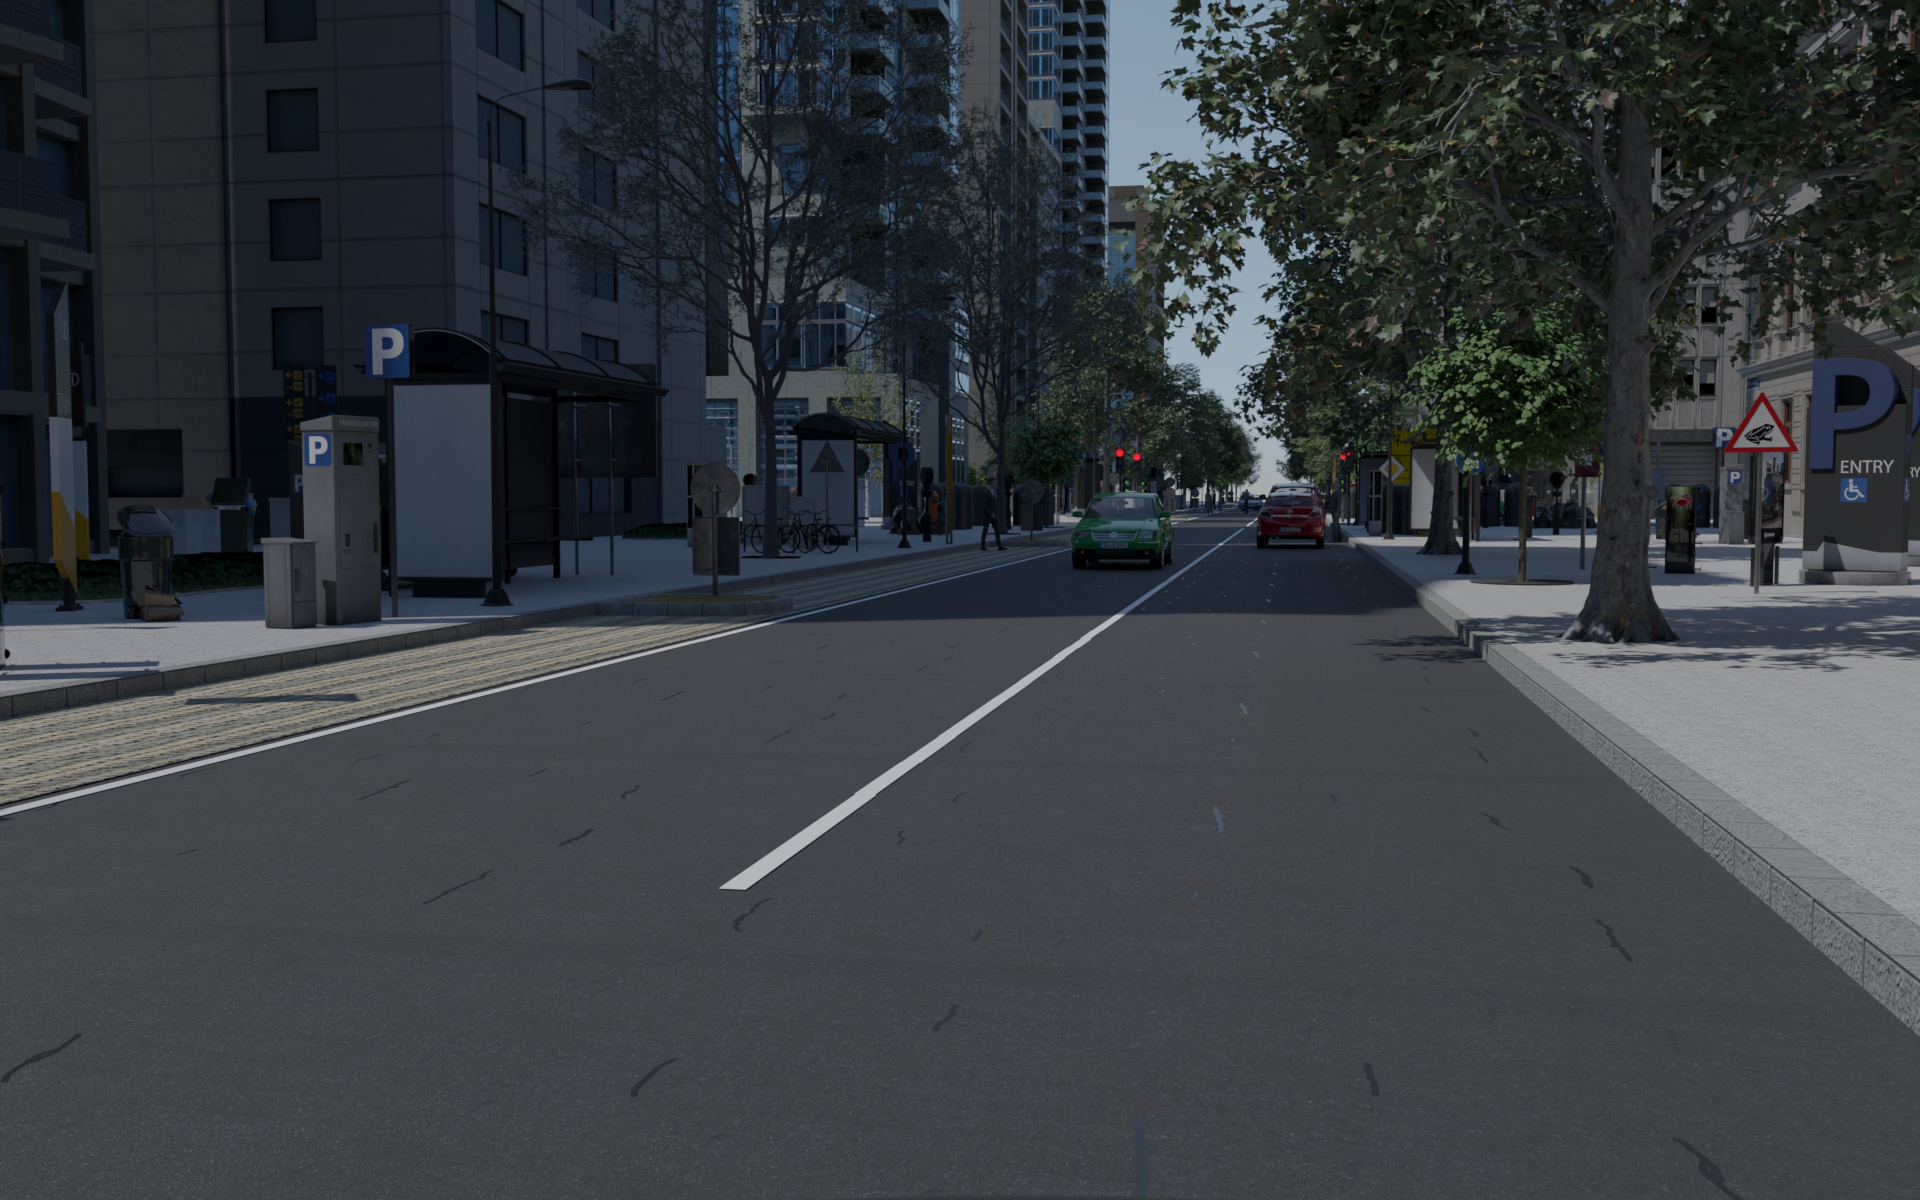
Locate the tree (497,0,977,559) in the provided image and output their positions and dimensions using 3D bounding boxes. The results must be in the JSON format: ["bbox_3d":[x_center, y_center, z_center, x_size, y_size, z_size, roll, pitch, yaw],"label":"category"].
[{"bbox_3d":[-3.766,-7.563,34.024,12.009,13.543,11.850,0,3,0],"label":"tree"}]

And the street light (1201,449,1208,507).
[{"bbox_3d":[21.179,-11.153,154.886,1.470,5.913,1.316,1,4,11],"label":"street light"}]

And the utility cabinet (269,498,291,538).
[{"bbox_3d":[-10.995,-1.064,28.550,1.020,1.237,0.306,3,5,42],"label":"utility cabinet"}]

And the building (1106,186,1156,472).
[{"bbox_3d":[21.495,-37.084,256.427,14.600,45.320,14.200,1,4,11],"label":"building"}]

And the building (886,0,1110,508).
[{"bbox_3d":[6.351,-53.971,195.091,22.319,86.520,31.000,1,4,11],"label":"building"}]

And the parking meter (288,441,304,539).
[{"bbox_3d":[-7.216,-0.828,19.243,0.399,1.863,0.255,2,4,27],"label":"parking meter"}]

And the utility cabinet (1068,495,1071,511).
[{"bbox_3d":[7.989,-7.120,127.569,0.306,1.237,1.020,0,4,7],"label":"utility cabinet"}]

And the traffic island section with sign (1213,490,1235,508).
[{"bbox_3d":[26.866,-10.315,177.282,1.989,1.847,2.006,1,4,11],"label":"traffic island section with sign"}]

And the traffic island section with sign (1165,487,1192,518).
[{"bbox_3d":[12.448,-5.721,102.173,1.989,1.847,2.006,1,4,11],"label":"traffic island section with sign"}]

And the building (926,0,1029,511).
[{"bbox_3d":[-3.025,-42.976,140.902,20.563,71.187,20.611,1,4,11],"label":"building"}]

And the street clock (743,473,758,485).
[{"bbox_3d":[-7.370,-3.444,60.881,0.471,2.002,0.358,-2,4,-29],"label":"street clock"}]

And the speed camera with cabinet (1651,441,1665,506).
[{"bbox_3d":[25.570,-4.315,64.882,0.660,3.252,2.038,-1,4,-10],"label":"speed camera with cabinet"}]

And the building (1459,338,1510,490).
[{"bbox_3d":[46.773,-18.017,136.382,13.314,21.916,24.055,1,4,11],"label":"building"}]

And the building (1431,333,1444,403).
[{"bbox_3d":[55.843,-32.187,176.363,14.600,45.320,14.200,1,4,11],"label":"building"}]

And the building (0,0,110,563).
[{"bbox_3d":[-27.632,-22.586,23.909,22.147,44.769,28.867,1,4,11],"label":"building"}]

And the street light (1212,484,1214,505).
[{"bbox_3d":[25.203,-12.460,176.262,1.470,5.913,1.316,1,4,11],"label":"street light"}]

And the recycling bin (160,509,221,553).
[{"bbox_3d":[-12.752,-0.984,28.635,0.722,1.027,0.722,1,4,22],"label":"recycling bin"}]

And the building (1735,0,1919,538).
[{"bbox_3d":[28.620,-12.791,45.291,11.583,22.565,21.152,1,4,11],"label":"building"}]

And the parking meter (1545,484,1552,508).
[{"bbox_3d":[33.989,-5.770,100.052,0.399,1.863,0.255,1,4,14],"label":"parking meter"}]

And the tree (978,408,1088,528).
[{"bbox_3d":[3.253,-5.024,65.852,4.285,4.588,4.351,0,3,0],"label":"tree"}]

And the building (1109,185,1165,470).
[{"bbox_3d":[21.003,-39.852,275.280,21.300,48.544,21.600,1,4,11],"label":"building"}]

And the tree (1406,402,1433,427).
[{"bbox_3d":[30.964,-10.054,114.749,4.360,8.622,3.978,0,3,0],"label":"tree"}]

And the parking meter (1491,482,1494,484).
[{"bbox_3d":[23.145,-4.287,75.796,0.399,1.863,0.255,-2,4,-32],"label":"parking meter"}]

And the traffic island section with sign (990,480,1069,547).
[{"bbox_3d":[1.965,-2.382,47.576,1.989,1.847,2.006,1,4,11],"label":"traffic island section with sign"}]

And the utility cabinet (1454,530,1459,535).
[{"bbox_3d":[15.705,-2.676,54.912,0.306,1.237,1.020,1,4,14],"label":"utility cabinet"}]

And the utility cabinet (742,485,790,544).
[{"bbox_3d":[-4.920,-2.154,43.900,1.173,1.500,0.318,-2,4,-24],"label":"utility cabinet"}]

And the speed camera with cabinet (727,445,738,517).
[{"bbox_3d":[-9.384,-4.642,70.230,0.660,3.252,2.038,0,4,-3],"label":"speed camera with cabinet"}]

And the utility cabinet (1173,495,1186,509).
[{"bbox_3d":[18.729,-8.361,147.867,1.020,1.237,0.306,1,4,21],"label":"utility cabinet"}]

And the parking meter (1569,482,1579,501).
[{"bbox_3d":[30.272,-4.875,85.410,0.399,1.863,0.255,2,4,27],"label":"parking meter"}]

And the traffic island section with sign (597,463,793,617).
[{"bbox_3d":[-3.123,-0.763,21.104,1.989,1.847,2.006,1,4,11],"label":"traffic island section with sign"}]

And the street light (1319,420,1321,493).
[{"bbox_3d":[18.985,-7.050,87.804,1.470,5.913,1.316,1,4,11],"label":"street light"}]

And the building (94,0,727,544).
[{"bbox_3d":[-20.515,-37.592,52.878,20.611,71.187,20.563,1,4,11],"label":"building"}]

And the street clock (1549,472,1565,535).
[{"bbox_3d":[18.785,-3.055,54.522,0.471,2.002,0.358,1,4,15],"label":"street clock"}]

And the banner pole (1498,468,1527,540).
[{"bbox_3d":[15.411,-3.564,48.284,0.863,3.779,0.401,3,4,36],"label":"banner pole"}]

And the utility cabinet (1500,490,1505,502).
[{"bbox_3d":[30.945,-5.552,99.452,1.173,1.500,0.318,0,4,3],"label":"utility cabinet"}]

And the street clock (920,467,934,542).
[{"bbox_3d":[-0.883,-2.557,46.382,0.358,2.002,0.471,-1,4,-21],"label":"street clock"}]

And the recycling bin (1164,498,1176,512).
[{"bbox_3d":[15.307,-6.985,126.762,0.722,1.027,0.722,3,5,41],"label":"recycling bin"}]

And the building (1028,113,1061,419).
[{"bbox_3d":[-3.846,-29.271,170.465,32.217,40.220,23.993,1,4,11],"label":"building"}]

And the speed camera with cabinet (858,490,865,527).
[{"bbox_3d":[-4.491,-4.485,67.665,0.660,3.252,2.038,-3,4,-36],"label":"speed camera with cabinet"}]

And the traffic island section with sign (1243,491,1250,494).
[{"bbox_3d":[42.320,-15.241,257.824,1.989,1.847,2.006,1,4,11],"label":"traffic island section with sign"}]

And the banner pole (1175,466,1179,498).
[{"bbox_3d":[17.294,-9.075,138.392,0.401,3.779,0.863,-1,4,-15],"label":"banner pole"}]

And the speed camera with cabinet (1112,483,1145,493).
[{"bbox_3d":[10.362,-6.868,106.624,2.038,3.252,0.660,-2,4,-26],"label":"speed camera with cabinet"}]

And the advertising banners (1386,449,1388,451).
[{"bbox_3d":[16.335,-4.261,65.862,0.090,3.025,2.074,0,4,6],"label":"advertising banners"}]

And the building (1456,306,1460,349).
[{"bbox_3d":[52.699,-23.935,163.033,14.160,30.474,14.107,1,4,11],"label":"building"}]

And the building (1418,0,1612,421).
[{"bbox_3d":[63.170,-40.038,196.624,21.231,58.520,28.212,1,4,11],"label":"building"}]

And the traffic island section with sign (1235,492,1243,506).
[{"bbox_3d":[31.982,-11.943,203.897,1.989,1.847,2.006,1,4,11],"label":"traffic island section with sign"}]

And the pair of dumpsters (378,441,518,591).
[{"bbox_3d":[-7.750,-1.370,24.888,1.574,2.255,4.437,1,4,11],"label":"pair of dumpsters"}]

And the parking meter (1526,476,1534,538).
[{"bbox_3d":[16.605,-2.757,50.796,0.255,1.863,0.399,-1,4,-13],"label":"parking meter"}]

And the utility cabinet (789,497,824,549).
[{"bbox_3d":[-3.621,-1.823,40.974,0.306,1.237,1.020,-3,5,-40],"label":"utility cabinet"}]

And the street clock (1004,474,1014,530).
[{"bbox_3d":[1.720,-3.515,62.034,0.358,2.002,0.471,3,4,39],"label":"street clock"}]

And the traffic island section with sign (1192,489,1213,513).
[{"bbox_3d":[17.526,-7.341,128.648,1.989,1.847,2.006,1,4,11],"label":"traffic island section with sign"}]

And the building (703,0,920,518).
[{"bbox_3d":[-11.302,-48.623,107.661,22.319,86.520,31.000,1,4,11],"label":"building"}]

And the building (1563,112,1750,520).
[{"bbox_3d":[42.755,-16.609,89.579,19.932,24.808,12.078,1,4,11],"label":"building"}]

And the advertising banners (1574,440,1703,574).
[{"bbox_3d":[10.896,-1.946,28.011,2.074,3.025,0.090,1,4,17],"label":"advertising banners"}]

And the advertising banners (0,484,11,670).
[{"bbox_3d":[-6.785,-0.967,12.002,0.090,3.025,2.074,-2,4,-23],"label":"advertising banners"}]

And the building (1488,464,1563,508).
[{"bbox_3d":[43.098,-19.509,112.478,14.314,27.812,24.014,1,4,11],"label":"building"}]

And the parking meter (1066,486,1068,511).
[{"bbox_3d":[7.717,-7.406,126.794,0.399,1.863,0.255,2,4,26],"label":"parking meter"}]

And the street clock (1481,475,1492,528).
[{"bbox_3d":[19.791,-3.707,65.181,0.358,2.002,0.471,3,5,42],"label":"street clock"}]

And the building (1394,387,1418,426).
[{"bbox_3d":[72.688,-35.592,265.531,14.154,41.232,14.086,1,4,11],"label":"building"}]
